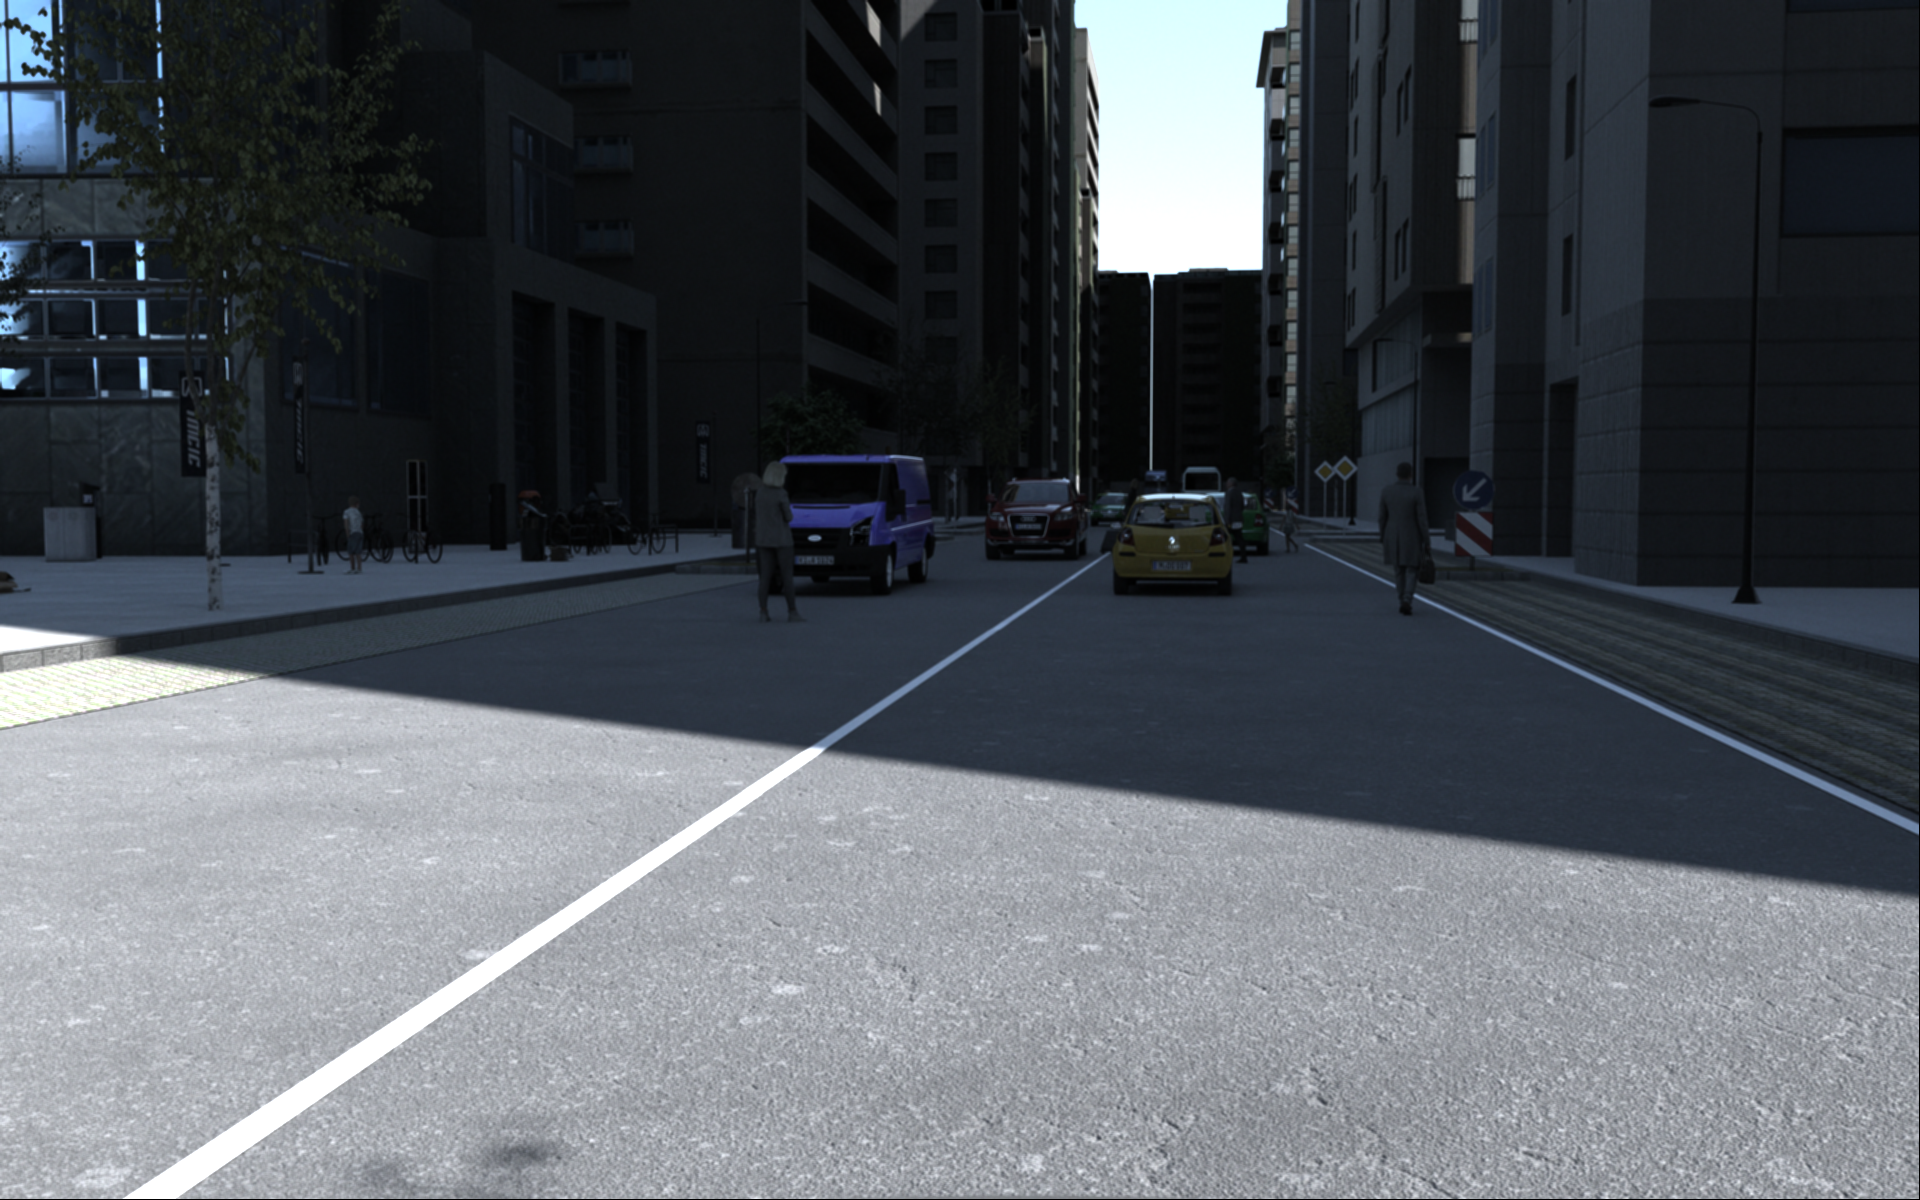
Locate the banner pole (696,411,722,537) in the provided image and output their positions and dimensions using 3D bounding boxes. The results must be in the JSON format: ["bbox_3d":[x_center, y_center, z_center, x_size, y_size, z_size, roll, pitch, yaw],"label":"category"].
[{"bbox_3d":[-7.565,-3.794,52.051,0.863,3.779,0.401,-2,4,-35],"label":"banner pole"}]

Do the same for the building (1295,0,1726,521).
[{"bbox_3d":[31.553,-34.517,106.348,21.231,58.520,28.212,0,4,8],"label":"building"}]

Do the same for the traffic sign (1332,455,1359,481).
[{"bbox_3d":[11.507,-3.029,51.712,0.795,2.593,0.064,0,4,8],"label":"traffic sign"}]

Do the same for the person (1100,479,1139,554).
[{"bbox_3d":[3.941,-2.031,41.930,1.509,1.804,0.699,-3,5,-43],"label":"person"}]

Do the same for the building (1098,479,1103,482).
[{"bbox_3d":[1.701,-33.483,202.071,28.867,44.769,22.147,0,4,8],"label":"building"}]

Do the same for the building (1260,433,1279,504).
[{"bbox_3d":[54.152,-23.414,227.861,28.899,21.520,27.650,0,4,8],"label":"building"}]

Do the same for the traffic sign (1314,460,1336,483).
[{"bbox_3d":[12.587,-3.513,59.624,0.795,2.593,0.064,0,4,8],"label":"traffic sign"}]

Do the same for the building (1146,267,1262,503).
[{"bbox_3d":[31.824,-27.662,223.971,14.107,30.474,14.160,0,4,8],"label":"building"}]

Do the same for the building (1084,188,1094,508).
[{"bbox_3d":[4.687,-23.620,157.896,14.160,30.474,14.107,0,4,8],"label":"building"}]

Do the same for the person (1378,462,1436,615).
[{"bbox_3d":[5.352,-0.740,20.695,0.694,1.812,0.767,3,4,37],"label":"person"}]

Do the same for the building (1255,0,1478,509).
[{"bbox_3d":[47.652,-36.908,192.683,28.713,52.752,27.495,0,4,8],"label":"building"}]

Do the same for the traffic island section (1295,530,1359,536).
[{"bbox_3d":[12.611,-2.289,59.704,2.009,0.180,2.903,0,4,8],"label":"traffic island section"}]

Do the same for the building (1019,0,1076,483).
[{"bbox_3d":[0.752,-26.955,124.314,14.154,41.232,14.086,0,4,8],"label":"building"}]

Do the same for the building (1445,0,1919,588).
[{"bbox_3d":[21.687,-30.136,34.715,21.231,58.520,28.212,0,4,8],"label":"building"}]

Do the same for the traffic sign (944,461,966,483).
[{"bbox_3d":[-0.187,-3.620,61.382,0.795,2.593,0.064,0,4,8],"label":"traffic sign"}]

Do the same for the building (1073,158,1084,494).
[{"bbox_3d":[2.456,-22.761,143.845,14.160,30.474,14.107,0,4,8],"label":"building"}]

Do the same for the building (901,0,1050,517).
[{"bbox_3d":[-2.284,-20.250,102.797,14.160,30.474,14.107,0,4,8],"label":"building"}]

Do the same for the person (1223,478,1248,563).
[{"bbox_3d":[5.618,-1.667,36.145,0.834,1.777,0.661,2,4,35],"label":"person"}]

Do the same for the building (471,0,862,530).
[{"bbox_3d":[-14.754,-27.451,72.519,21.300,48.544,21.600,0,4,8],"label":"building"}]

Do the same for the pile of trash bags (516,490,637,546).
[{"bbox_3d":[-9.665,-2.022,42.809,1.912,1.369,3.447,2,4,27],"label":"pile of trash bags"}]

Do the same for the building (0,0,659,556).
[{"bbox_3d":[-26.724,-44.794,45.055,31.000,86.520,22.319,0,4,8],"label":"building"}]

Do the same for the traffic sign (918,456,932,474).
[{"bbox_3d":[-1.267,-3.136,53.470,0.795,2.593,0.064,0,4,8],"label":"traffic sign"}]

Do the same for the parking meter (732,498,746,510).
[{"bbox_3d":[-5.374,-2.065,42.179,0.372,1.533,0.369,0,3,0],"label":"parking meter"}]

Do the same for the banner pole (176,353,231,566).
[{"bbox_3d":[-13.476,-2.496,30.828,0.863,3.779,0.401,0,4,1],"label":"banner pole"}]

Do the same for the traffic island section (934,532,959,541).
[{"bbox_3d":[-1.291,-1.912,53.540,2.009,0.180,2.903,0,4,8],"label":"traffic island section"}]

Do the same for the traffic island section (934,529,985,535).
[{"bbox_3d":[-0.211,-2.396,61.452,2.009,0.180,2.903,0,4,8],"label":"traffic island section"}]

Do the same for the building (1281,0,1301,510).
[{"bbox_3d":[33.811,-28.111,143.210,14.154,41.232,14.086,0,4,8],"label":"building"}]

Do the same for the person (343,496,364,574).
[{"bbox_3d":[-9.752,-1.045,27.820,0.332,1.250,0.352,-1,4,-17],"label":"person"}]

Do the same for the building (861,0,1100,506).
[{"bbox_3d":[2.819,-33.754,175.583,21.300,48.544,21.600,0,4,8],"label":"building"}]

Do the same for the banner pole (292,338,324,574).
[{"bbox_3d":[-10.475,-2.301,27.632,0.401,3.779,0.863,0,4,-2],"label":"banner pole"}]

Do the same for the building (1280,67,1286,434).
[{"bbox_3d":[42.150,-33.313,164.272,23.786,49.044,30.456,0,4,8],"label":"building"}]

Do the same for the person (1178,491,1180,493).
[{"bbox_3d":[20.168,-9.115,158.051,0.721,1.766,1.217,-1,4,-15],"label":"person"}]

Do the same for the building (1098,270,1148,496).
[{"bbox_3d":[17.927,-27.814,226.468,14.107,30.474,14.160,0,4,8],"label":"building"}]

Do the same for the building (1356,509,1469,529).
[{"bbox_3d":[30.512,-29.495,71.477,27.495,52.752,28.713,0,4,8],"label":"building"}]

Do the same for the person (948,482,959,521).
[{"bbox_3d":[-0.373,-4.587,81.141,0.850,1.850,0.679,-2,4,-35],"label":"person"}]

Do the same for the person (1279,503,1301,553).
[{"bbox_3d":[8.043,-1.763,42.340,0.505,1.210,0.382,-3,4,-37],"label":"person"}]

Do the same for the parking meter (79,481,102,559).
[{"bbox_3d":[-17.257,-1.588,34.376,0.372,1.533,0.369,0,3,0],"label":"parking meter"}]

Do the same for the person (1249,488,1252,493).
[{"bbox_3d":[15.364,-5.059,91.963,0.760,1.731,0.466,1,4,9],"label":"person"}]

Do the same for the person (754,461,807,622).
[{"bbox_3d":[-2.063,-0.663,19.525,0.537,1.800,0.526,3,5,45],"label":"person"}]

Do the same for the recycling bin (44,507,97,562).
[{"bbox_3d":[-16.944,-1.250,32.993,0.722,1.027,0.722,-1,4,-10],"label":"recycling bin"}]

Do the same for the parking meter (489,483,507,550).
[{"bbox_3d":[-10.544,-1.903,39.524,0.372,1.533,0.369,0,3,0],"label":"parking meter"}]
